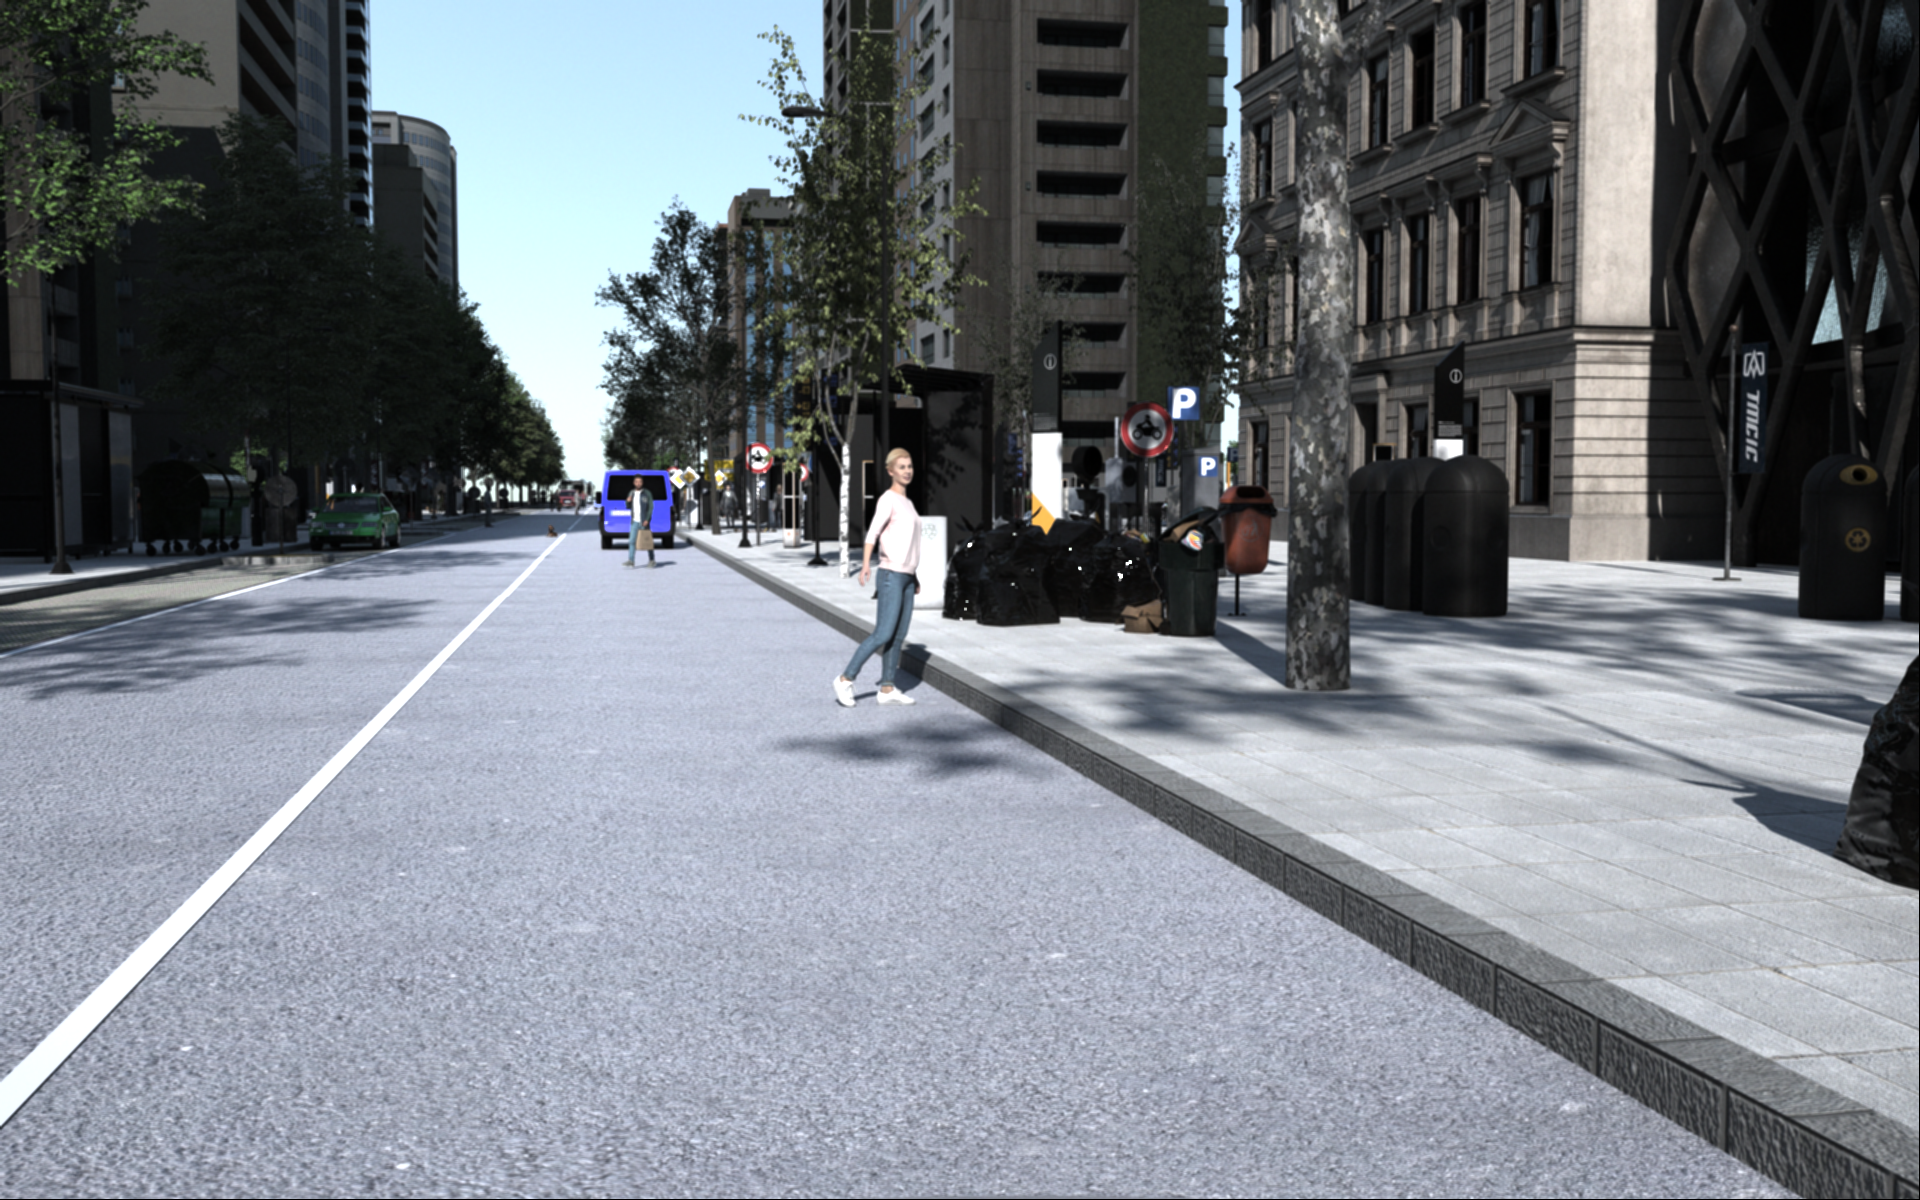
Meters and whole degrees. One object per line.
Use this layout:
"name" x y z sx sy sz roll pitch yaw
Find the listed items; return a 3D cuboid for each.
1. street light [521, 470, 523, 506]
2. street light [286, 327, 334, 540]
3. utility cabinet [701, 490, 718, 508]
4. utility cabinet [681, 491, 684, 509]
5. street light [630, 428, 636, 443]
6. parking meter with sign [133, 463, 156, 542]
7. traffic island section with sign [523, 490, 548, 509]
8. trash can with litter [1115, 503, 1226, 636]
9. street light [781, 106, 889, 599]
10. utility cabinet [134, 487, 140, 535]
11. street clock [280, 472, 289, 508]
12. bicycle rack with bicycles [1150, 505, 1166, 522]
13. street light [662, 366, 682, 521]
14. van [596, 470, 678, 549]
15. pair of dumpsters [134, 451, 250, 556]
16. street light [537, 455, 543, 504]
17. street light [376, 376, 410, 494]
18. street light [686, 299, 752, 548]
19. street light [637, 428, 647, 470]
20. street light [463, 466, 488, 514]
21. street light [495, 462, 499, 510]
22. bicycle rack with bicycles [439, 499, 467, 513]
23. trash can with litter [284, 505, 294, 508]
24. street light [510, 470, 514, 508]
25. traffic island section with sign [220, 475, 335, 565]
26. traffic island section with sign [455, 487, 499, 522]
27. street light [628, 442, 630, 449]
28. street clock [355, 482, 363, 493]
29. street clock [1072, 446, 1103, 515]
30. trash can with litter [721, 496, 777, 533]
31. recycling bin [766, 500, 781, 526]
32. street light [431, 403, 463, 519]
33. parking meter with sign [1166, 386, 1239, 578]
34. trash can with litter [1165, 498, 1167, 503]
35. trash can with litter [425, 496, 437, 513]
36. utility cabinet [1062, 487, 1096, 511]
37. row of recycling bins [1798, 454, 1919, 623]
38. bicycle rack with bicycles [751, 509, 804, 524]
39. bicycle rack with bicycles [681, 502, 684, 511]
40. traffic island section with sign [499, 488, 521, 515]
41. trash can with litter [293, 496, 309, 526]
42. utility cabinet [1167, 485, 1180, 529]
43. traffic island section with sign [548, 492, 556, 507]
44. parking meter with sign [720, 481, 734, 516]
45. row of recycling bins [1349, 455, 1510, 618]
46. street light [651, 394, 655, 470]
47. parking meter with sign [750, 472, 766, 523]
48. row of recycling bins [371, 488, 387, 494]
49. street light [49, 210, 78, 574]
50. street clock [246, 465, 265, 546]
"street light" -41.626 -11.645 162.944 1.470 5.913 1.316 -1 4 -12
"street light" -18.087 -4.626 48.180 1.470 5.913 1.316 -1 4 -12
"utility cabinet" -14.852 -5.760 102.857 1.173 1.500 0.318 0 4 -3
"utility cabinet" -22.354 -7.873 137.403 1.173 1.500 0.318 3 5 43
"street light" -22.308 -9.153 122.195 1.470 5.913 1.316 -1 4 -12
"parking meter with sign" -22.323 -3.037 45.922 1.738 3.016 0.543 -1 4 -8
"traffic island section with sign" -40.745 -9.611 165.772 1.989 1.847 2.006 -1 4 -12
"trash can with litter" 1.887 -0.270 15.808 1.055 1.170 0.624 3 5 42
"street light" -1.448 -2.964 21.003 1.470 5.913 1.316 -1 4 -12
"utility cabinet" -25.338 -2.703 52.875 0.318 1.500 1.173 -1 4 -12
"street clock" -22.344 -3.215 57.130 0.471 2.002 0.358 2 4 34
"bicycle rack with bicycles" 9.509 -4.185 81.802 2.925 0.926 2.852 3 5 41
"street light" -9.880 -5.465 61.892 1.470 5.913 1.316 -1 4 -12
"van" -8.695 -2.583 46.620 2.240 2.365 5.245 -1 4 -11
"pair of dumpsters" -16.636 -2.147 37.603 1.574 2.255 4.437 -1 4 -11
"street light" -49.998 -14.146 203.832 1.470 5.913 1.316 -1 4 -12
"street light" -22.229 -5.831 67.883 1.470 5.913 1.316 -1 4 -12
"street light" -5.710 -4.213 41.432 1.470 5.913 1.316 -1 4 -12
"street light" -17.947 -7.877 101.322 1.470 5.913 1.316 -1 4 -12
"street light" -30.769 -8.364 109.298 1.470 5.913 1.316 -1 4 -12
"street light" -34.869 -9.616 129.760 1.470 5.913 1.316 -1 4 -12
"bicycle rack with bicycles" -35.229 -6.567 120.747 2.852 0.926 2.925 0 4 5
"trash can with litter" -26.372 -3.405 67.056 1.055 1.170 0.624 0 4 2
"street light" -37.561 -10.390 142.416 1.470 5.913 1.316 -1 4 -12
"traffic island section with sign" -14.115 -1.671 35.945 1.989 1.847 2.006 -1 4 -12
"traffic island section with sign" -25.230 -4.987 90.166 1.989 1.847 2.006 -1 4 -12
"street light" -26.406 -10.409 142.725 1.470 5.913 1.316 -1 4 -12
"street clock" -37.431 -6.320 107.895 0.358 2.002 0.471 2 4 28
"street clock" 1.915 -1.319 26.139 0.358 2.002 0.471 3 5 43
"trash can with litter" -7.054 -2.895 58.386 2.233 1.210 1.678 -3 5 -42
"recycling bin" -7.460 -3.556 70.693 0.722 1.027 0.722 1 4 17
"street light" -26.451 -7.108 88.759 1.470 5.913 1.316 -1 4 -12
"parking meter with sign" 3.778 -1.900 27.331 0.543 3.016 1.738 -1 4 -12
"trash can with litter" 7.718 -3.080 61.749 1.055 1.170 0.624 -3 5 -43
"trash can with litter" -41.563 -7.616 135.907 0.624 1.170 1.055 0 4 2
"utility cabinet" 3.937 -2.988 57.533 1.173 1.500 0.318 -2 4 -25
"row of recycling bins" 10.185 -0.609 17.070 3.534 1.692 1.069 3 4 38
"bicycle rack with bicycles" -7.341 -3.735 74.450 2.925 0.926 2.852 0 4 2
"bicycle rack with bicycles" -19.096 -6.750 123.738 2.852 0.926 2.925 1 4 23
"traffic island section with sign" -30.703 -6.617 116.813 1.989 1.847 2.006 -1 4 -12
"trash can with litter" -26.623 -3.622 70.275 1.678 1.210 2.233 2 4 29
"utility cabinet" 5.894 -2.179 44.313 1.173 1.500 0.318 2 4 25
"traffic island section with sign" -46.201 -11.240 192.402 1.989 1.847 2.006 -1 4 -12
"parking meter with sign" -13.233 -6.320 99.586 0.543 3.016 1.738 -3 5 -43
"row of recycling bins" 5.204 -0.767 19.649 1.069 1.692 3.534 0 4 -4
"street light" -13.727 -6.627 80.885 1.470 5.913 1.316 -1 4 -12
"parking meter with sign" -8.954 -4.940 77.022 0.543 3.016 1.738 -2 4 -30
"row of recycling bins" -41.219 -6.973 121.118 3.534 1.692 1.069 3 4 37
"street light" -13.892 -3.376 27.738 1.470 5.913 1.316 -1 4 -12
"street clock" -17.292 -2.324 42.562 0.471 2.002 0.358 3 4 36
